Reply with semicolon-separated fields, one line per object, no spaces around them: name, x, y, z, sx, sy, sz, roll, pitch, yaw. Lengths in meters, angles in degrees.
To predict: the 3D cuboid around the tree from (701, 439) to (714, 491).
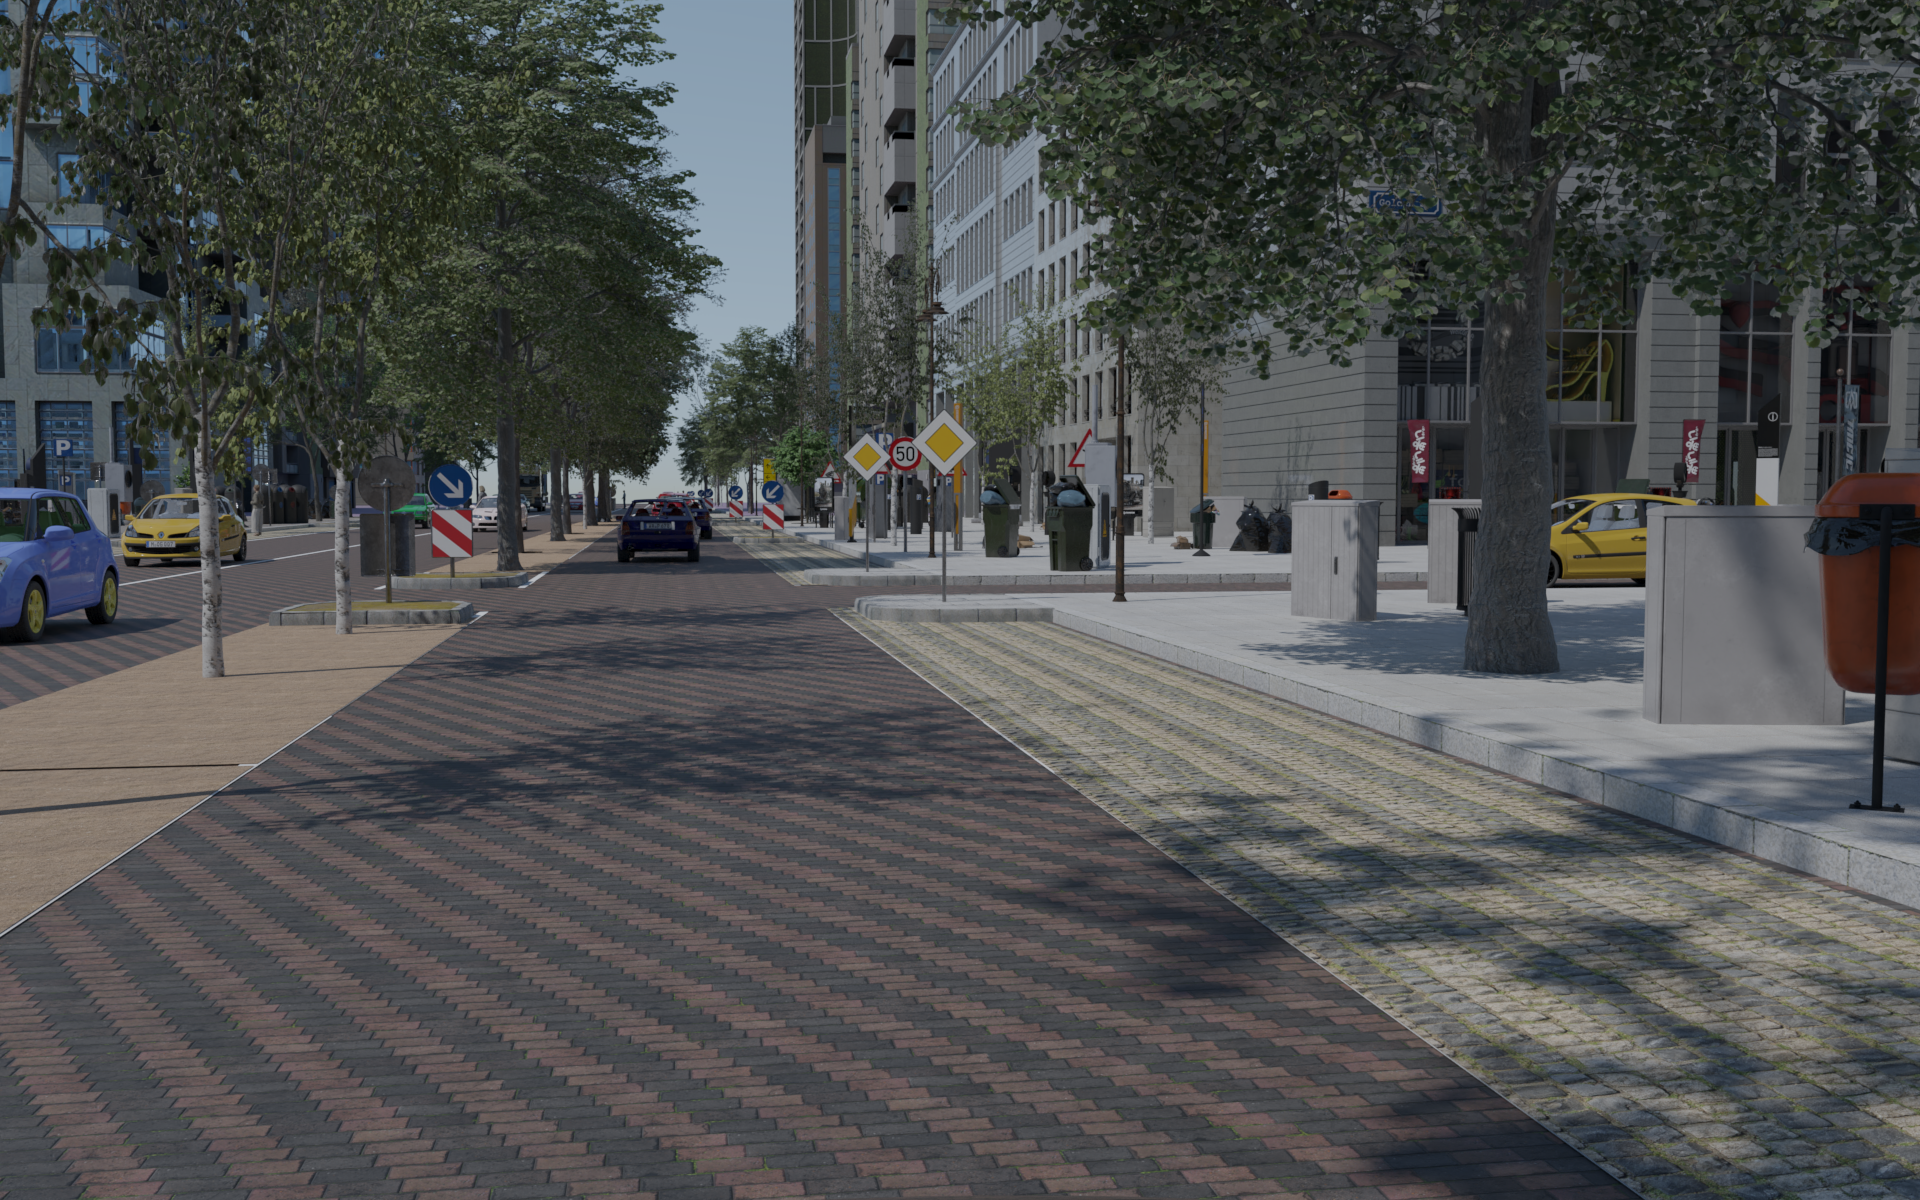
tree;-25.631;-14.412;185.993;4.737;8.622;4.395;0;3;0

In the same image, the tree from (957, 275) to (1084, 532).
tree;2.370;-6.615;58.525;4.737;8.622;4.395;0;3;0

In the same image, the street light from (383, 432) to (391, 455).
street light;-33.414;-7.833;100.861;0.468;5.910;1.993;-1;4;-10

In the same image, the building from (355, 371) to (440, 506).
building;-76.277;-21.871;202.632;27.650;21.520;28.899;-1;4;-10

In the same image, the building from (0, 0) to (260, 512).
building;-57.300;-48.708;109.049;22.319;86.520;31.000;-1;4;-10

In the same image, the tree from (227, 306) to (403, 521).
tree;-30.264;-8.972;81.105;7.601;10.594;8.767;3;5;44

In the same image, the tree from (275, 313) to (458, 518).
tree;-33.247;-10.303;94.216;9.928;11.665;9.643;0;3;0

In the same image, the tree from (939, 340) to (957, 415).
tree;1.198;-7.436;71.943;4.737;8.622;4.395;0;3;0

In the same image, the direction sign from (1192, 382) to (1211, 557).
direction sign;4.981;-2.669;35.639;0.379;3.537;0.876;0;4;5

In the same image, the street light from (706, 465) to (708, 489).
street light;-32.940;-15.483;225.941;0.468;5.910;1.993;-1;4;-10

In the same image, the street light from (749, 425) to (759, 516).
street light;-13.163;-8.344;109.217;0.468;5.910;1.993;-1;4;-10

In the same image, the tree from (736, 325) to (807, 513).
tree;-13.658;-12.125;116.373;7.486;12.596;7.792;0;3;0

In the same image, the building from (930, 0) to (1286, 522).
building;6.180;-19.149;90.583;11.434;29.767;29.804;-1;4;-10

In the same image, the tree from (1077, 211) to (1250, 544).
tree;5.164;-5.755;44.451;4.360;8.622;3.978;0;3;0

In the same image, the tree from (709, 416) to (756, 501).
tree;-19.248;-12.043;147.259;4.360;8.622;3.978;0;3;0

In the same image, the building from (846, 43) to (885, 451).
building;-3.761;-29.263;162.046;14.154;41.232;14.086;-1;4;-10

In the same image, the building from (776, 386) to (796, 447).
building;-12.160;-24.760;249.868;27.650;21.520;28.899;-1;4;-10

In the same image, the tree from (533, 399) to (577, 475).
tree;-16.618;-10.298;77.482;9.857;13.997;8.962;0;3;0

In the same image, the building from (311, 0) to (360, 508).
building;-59.823;-30.398;147.122;14.600;45.320;14.200;-1;4;-10

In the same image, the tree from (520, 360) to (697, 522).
tree;-18.222;-10.301;87.885;9.611;12.733;9.660;0;3;0

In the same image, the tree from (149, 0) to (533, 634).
tree;-6.351;-3.962;17.604;4.737;8.622;4.395;0;3;0

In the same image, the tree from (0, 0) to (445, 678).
tree;-5.759;-3.681;12.998;4.360;8.622;3.978;0;3;0

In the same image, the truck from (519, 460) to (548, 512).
truck;-35.548;-9.416;142.867;2.839;4.237;11.283;-1;4;-11

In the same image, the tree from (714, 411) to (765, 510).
tree;-16.477;-11.289;134.939;4.737;8.622;4.395;0;3;0

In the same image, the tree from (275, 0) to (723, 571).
tree;-8.229;-6.781;31.448;7.486;12.596;7.792;0;3;0

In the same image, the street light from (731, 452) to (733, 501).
street light;-18.870;-10.408;142.960;0.468;5.910;1.993;-1;4;-10

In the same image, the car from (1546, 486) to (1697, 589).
car;9.721;-1.013;26.792;3.980;1.641;2.015;-1;4;-9

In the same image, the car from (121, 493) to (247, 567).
car;-15.902;-1.551;35.577;2.015;1.641;3.980;-1;4;-11

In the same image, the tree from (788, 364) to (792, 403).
tree;-3.834;-6.541;57.306;4.360;8.622;3.978;0;3;0

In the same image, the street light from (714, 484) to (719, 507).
street light;-27.098;-13.381;191.563;0.468;5.910;1.993;-1;4;-10

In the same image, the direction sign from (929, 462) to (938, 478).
direction sign;-1.129;-5.783;86.543;0.876;3.537;0.379;-2;4;-27

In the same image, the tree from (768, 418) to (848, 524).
tree;-6.581;-5.590;75.111;4.285;4.588;4.351;0;3;0

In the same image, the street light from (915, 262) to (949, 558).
street light;-0.561;-3.784;34.662;0.468;5.910;1.993;-1;4;-10

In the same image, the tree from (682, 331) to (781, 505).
tree;-26.792;-21.038;199.866;12.611;20.169;13.585;0;3;0

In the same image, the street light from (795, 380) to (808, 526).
street light;-6.266;-5.858;68.563;0.468;5.910;1.993;-1;4;-10

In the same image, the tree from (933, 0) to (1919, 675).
tree;3.913;-6.458;12.250;9.857;13.997;8.962;0;3;0

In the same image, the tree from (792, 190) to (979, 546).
tree;-1.616;-5.651;42.761;4.360;8.622;3.978;0;3;0

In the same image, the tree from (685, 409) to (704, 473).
tree;-21.817;-13.974;162.890;8.767;10.594;7.601;0;4;-1

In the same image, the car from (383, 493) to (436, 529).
car;-23.063;-3.908;72.686;1.959;1.807;4.718;-1;4;-11

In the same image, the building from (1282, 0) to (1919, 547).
building;23.413;-16.606;49.009;29.804;29.767;11.434;-1;4;-10

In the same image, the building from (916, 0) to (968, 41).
building;3.710;-26.752;120.995;14.154;41.232;14.086;-1;4;-10

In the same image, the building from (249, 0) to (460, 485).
building;-78.548;-56.153;230.780;22.319;86.520;31.000;-1;4;-10

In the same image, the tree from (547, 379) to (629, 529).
tree;-15.100;-7.140;69.551;4.360;8.622;3.978;0;3;0

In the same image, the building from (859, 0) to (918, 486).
building;6.514;-33.829;142.343;28.713;52.752;27.495;-1;4;-10

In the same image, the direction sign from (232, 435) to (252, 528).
direction sign;-27.500;-4.549;66.377;0.876;3.537;0.379;1;4;16

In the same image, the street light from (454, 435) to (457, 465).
street light;-39.179;-9.899;134.637;0.468;5.910;1.993;-1;4;-10

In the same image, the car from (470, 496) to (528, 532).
car;-17.776;-3.333;66.858;2.083;1.381;4.827;-1;4;-9

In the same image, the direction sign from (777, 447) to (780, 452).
direction sign;-8.535;-5.610;83.723;0.876;3.537;0.379;3;5;40

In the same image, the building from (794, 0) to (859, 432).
building;-12.501;-48.011;223.235;20.563;71.187;20.611;-1;4;-10

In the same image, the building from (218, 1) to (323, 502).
building;-58.089;-27.500;133.223;14.154;41.232;14.086;-1;4;-10

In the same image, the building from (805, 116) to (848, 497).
building;-10.931;-34.033;206.556;14.600;45.320;14.200;-1;4;-10

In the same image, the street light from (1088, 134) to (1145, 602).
street light;1.906;-2.917;20.482;0.468;5.910;1.993;-1;4;-10

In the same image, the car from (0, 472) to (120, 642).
car;-9.982;-0.498;17.735;1.945;1.707;3.694;-1;4;-10

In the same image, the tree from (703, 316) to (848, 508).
tree;-9.250;-9.540;90.390;7.601;10.594;8.767;-1;4;-10

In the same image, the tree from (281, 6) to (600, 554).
tree;-10.766;-7.876;41.602;12.009;13.543;11.850;0;3;0

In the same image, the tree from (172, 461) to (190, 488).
tree;-41.530;-6.030;93.197;1.663;3.219;1.824;0;3;0

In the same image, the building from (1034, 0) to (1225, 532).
building;9.724;-12.998;67.276;10.420;20.320;16.860;-1;4;-10
